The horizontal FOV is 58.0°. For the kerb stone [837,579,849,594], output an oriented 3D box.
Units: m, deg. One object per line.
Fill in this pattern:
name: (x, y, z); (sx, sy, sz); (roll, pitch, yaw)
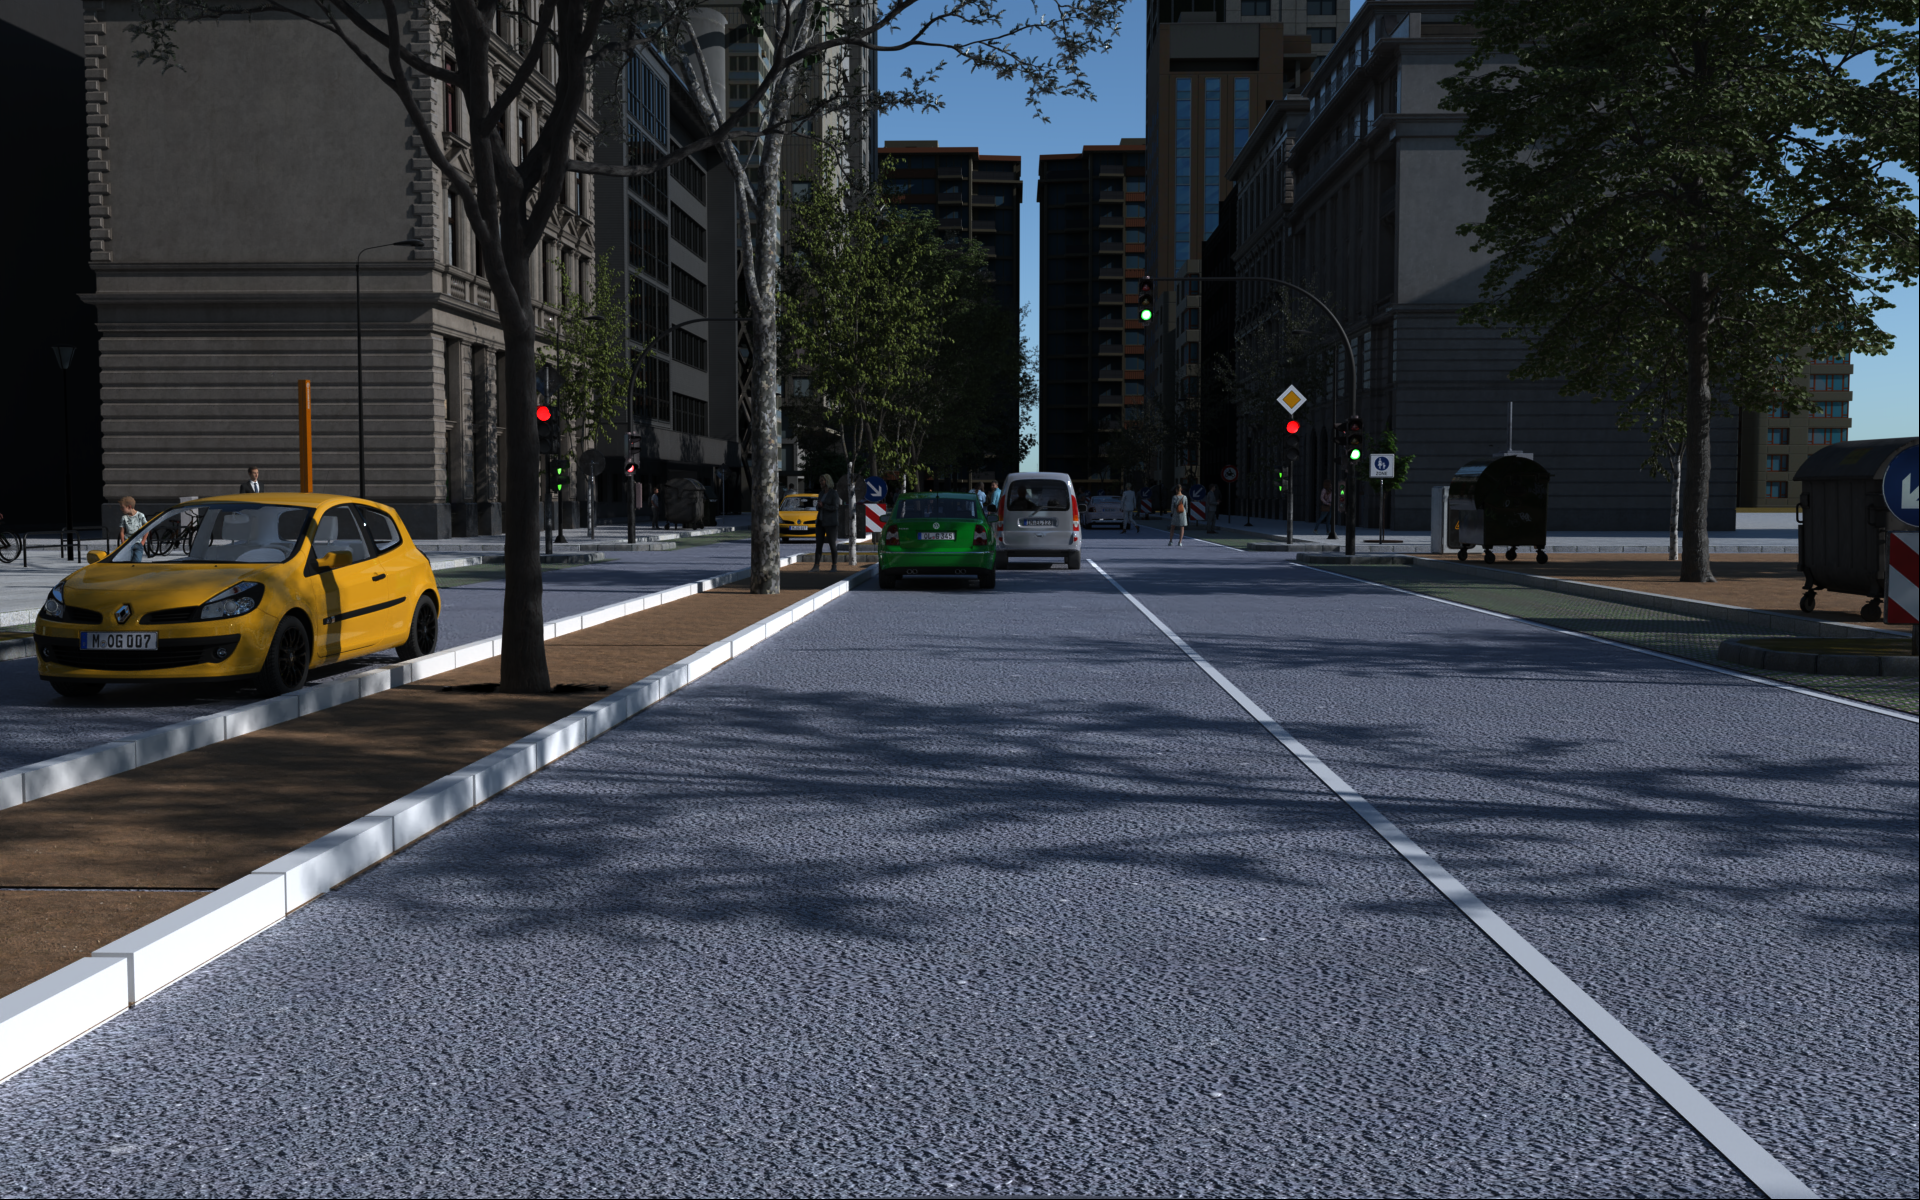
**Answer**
kerb stone: (-1.734, -0.159, 24.787); (0.120, 0.150, 1.000); (0, 4, 2)

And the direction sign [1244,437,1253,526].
direction sign: (11.528, -4.715, 69.092); (0.379, 3.537, 0.876); (1, 4, 18)

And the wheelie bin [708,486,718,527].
wheelie bin: (-10.049, -3.706, 68.495); (0.693, 1.594, 0.980); (2, 4, 25)

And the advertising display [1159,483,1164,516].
advertising display: (12.013, -5.997, 103.262); (0.123, 1.923, 0.974); (1, 4, 15)

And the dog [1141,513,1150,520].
dog: (10.074, -4.550, 94.593); (0.748, 0.427, 0.550); (0, 4, 4)

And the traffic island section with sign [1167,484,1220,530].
traffic island section with sign: (9.285, -3.695, 69.042); (1.989, 1.847, 2.006); (0, 4, 2)

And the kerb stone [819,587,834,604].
kerb stone: (-1.803, -0.033, 22.736); (0.120, 0.150, 1.000); (0, 4, 2)

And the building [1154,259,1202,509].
building: (30.966, -18.154, 141.853); (27.650, 21.520, 28.899); (0, 4, 2)

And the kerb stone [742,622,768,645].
kerb stone: (-1.998, 0.344, 16.608); (0.120, 0.150, 1.000); (0, 4, 2)

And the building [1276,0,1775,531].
building: (21.352, -14.017, 70.974); (13.314, 21.916, 24.055); (0, 4, 2)

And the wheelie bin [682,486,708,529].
wheelie bin: (-10.040, -3.468, 64.609); (0.693, 1.594, 0.980); (-2, 4, -35)

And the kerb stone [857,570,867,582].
kerb stone: (-1.637, -0.346, 27.861); (0.120, 0.150, 1.000); (0, 4, 2)

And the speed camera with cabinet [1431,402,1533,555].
speed camera with cabinet: (11.132, -2.605, 36.920); (2.038, 3.252, 0.660); (-1, 4, -9)

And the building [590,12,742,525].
building: (-19.792, -16.095, 82.226); (14.314, 24.678, 30.058); (0, 4, 2)

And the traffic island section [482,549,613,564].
traffic island section: (-8.805, -0.902, 37.026); (2.009, 0.180, 2.903); (0, 4, 2)

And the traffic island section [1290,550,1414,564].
traffic island section: (8.227, -0.868, 36.476); (2.009, 0.180, 2.903); (0, 4, 2)

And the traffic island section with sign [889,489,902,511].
traffic island section with sign: (-4.950, -8.445, 146.703); (1.989, 1.847, 2.006); (0, 4, 2)

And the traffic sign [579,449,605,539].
traffic sign: (-10.428, -2.997, 49.100); (0.768, 2.556, 0.104); (0, 4, 7)

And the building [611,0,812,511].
building: (-26.749, -26.933, 132.233); (32.217, 40.220, 23.993); (0, 4, 2)

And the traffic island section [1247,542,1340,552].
traffic island section: (8.484, -1.356, 44.457); (2.009, 0.180, 2.903); (0, 4, 2)

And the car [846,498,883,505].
car: (-4.442, -4.040, 74.731); (2.281, 1.827, 5.304); (0, 4, 3)

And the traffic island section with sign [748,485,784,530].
traffic island section with sign: (-7.425, -3.745, 69.862); (1.989, 1.847, 2.006); (0, 4, 2)

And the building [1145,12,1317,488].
building: (24.972, -31.360, 162.838); (14.600, 45.320, 14.200); (0, 4, 2)

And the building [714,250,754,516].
building: (-20.367, -14.618, 106.463); (16.820, 18.784, 16.811); (0, 4, 2)

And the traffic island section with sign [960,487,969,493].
traffic island section with sign: (0.268, -6.815, 119.558); (2.006, 1.907, 1.989); (0, 4, 2)

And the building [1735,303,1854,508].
building: (69.581, -20.267, 176.410); (28.899, 21.520, 27.650); (0, 4, 2)

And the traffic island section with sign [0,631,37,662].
traffic island section with sign: (-9.183, -0.399, 15.148); (1.989, 1.847, 2.006); (0, 4, 2)

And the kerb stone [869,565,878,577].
kerb stone: (-1.564, -0.470, 29.920); (0.120, 0.150, 1.000); (0, 4, 2)

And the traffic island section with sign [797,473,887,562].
traffic island section with sign: (-2.383, -1.769, 37.054); (2.006, 1.907, 1.989); (0, 4, 2)

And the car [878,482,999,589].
car: (-0.340, -1.153, 27.647); (1.959, 1.807, 4.718); (0, 4, 0)

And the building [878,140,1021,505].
building: (-6.622, -34.421, 217.412); (28.867, 44.769, 22.147); (0, 4, 2)

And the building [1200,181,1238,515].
building: (22.462, -17.209, 111.044); (12.332, 23.373, 15.834); (0, 4, 2)

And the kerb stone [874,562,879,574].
kerb stone: (-1.538, -0.535, 30.944); (0.120, 0.150, 1.000); (0, 4, 2)

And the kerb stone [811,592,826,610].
kerb stone: (-1.830, 0.029, 21.715); (0.120, 0.150, 1.000); (0, 4, 2)

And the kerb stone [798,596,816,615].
kerb stone: (-1.869, 0.092, 20.694); (0.120, 0.150, 1.000); (0, 4, 2)

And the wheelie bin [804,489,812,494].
wheelie bin: (-8.906, -5.806, 102.838); (0.980, 1.594, 0.693); (1, 4, 11)

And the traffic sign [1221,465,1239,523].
traffic sign: (11.777, -4.621, 75.652); (0.768, 2.556, 0.104); (0, 4, 5)

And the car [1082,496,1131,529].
car: (6.047, -3.626, 71.642); (2.083, 1.381, 4.827); (0, 4, 2)

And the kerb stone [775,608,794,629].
kerb stone: (-1.935, 0.220, 18.651); (0.120, 0.150, 1.000); (0, 4, 2)

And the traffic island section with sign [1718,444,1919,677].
traffic island section with sign: (7.523, -0.355, 14.436); (1.989, 1.847, 2.006); (0, 4, 2)

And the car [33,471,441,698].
car: (-5.465, -0.196, 13.431); (2.015, 1.641, 3.980); (0, 4, 3)

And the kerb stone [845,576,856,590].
kerb stone: (-1.700, -0.221, 25.809); (0.120, 0.150, 1.000); (0, 4, 2)

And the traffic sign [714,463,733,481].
traffic sign: (-9.997, -4.488, 73.112); (0.795, 2.593, 0.064); (0, 4, 5)

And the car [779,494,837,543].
car: (-4.626, -2.534, 51.662); (2.015, 1.641, 3.980); (0, 4, 0)

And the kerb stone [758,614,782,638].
kerb stone: (-1.962, 0.279, 17.629); (0.120, 0.150, 1.000); (0, 4, 2)

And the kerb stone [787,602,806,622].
kerb stone: (-1.898, 0.155, 19.672); (0.120, 0.150, 1.000); (0, 4, 2)

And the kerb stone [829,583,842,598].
kerb stone: (-1.771, -0.096, 23.766); (0.120, 0.150, 1.000); (0, 4, 2)

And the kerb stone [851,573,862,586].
kerb stone: (-1.670, -0.284, 26.836); (0.120, 0.150, 1.000); (0, 4, 2)

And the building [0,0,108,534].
building: (-42.590, -15.985, 54.861); (24.014, 27.812, 14.314); (0, 4, 2)

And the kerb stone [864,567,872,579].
kerb stone: (-1.605, -0.409, 28.882); (0.120, 0.150, 1.000); (0, 4, 2)

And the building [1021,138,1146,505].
building: (22.400, -34.330, 215.921); (28.867, 44.769, 22.147); (0, 4, 2)

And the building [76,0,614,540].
building: (-19.152, -13.969, 57.277); (11.050, 23.489, 19.941); (0, 4, 2)

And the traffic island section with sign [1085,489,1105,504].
traffic island section with sign: (11.766, -8.412, 146.158); (1.989, 1.847, 2.006); (0, 4, 2)

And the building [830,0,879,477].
building: (-19.559, -45.508, 182.307); (20.611, 71.187, 20.563); (0, 4, 2)

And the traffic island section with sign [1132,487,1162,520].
traffic island section with sign: (10.149, -5.343, 95.984); (1.989, 1.847, 2.006); (0, 4, 2)

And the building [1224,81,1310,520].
building: (20.860, -16.156, 93.036); (11.050, 23.489, 19.941); (0, 4, 2)

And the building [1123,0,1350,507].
building: (27.984, -45.330, 179.398); (20.563, 71.187, 20.611); (0, 4, 2)

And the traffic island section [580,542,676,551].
traffic island section: (-8.549, -1.390, 45.007); (2.009, 0.180, 2.903); (0, 4, 2)

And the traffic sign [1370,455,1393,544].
traffic sign: (10.769, -2.578, 44.286); (0.606, 2.300, 0.079); (0, 4, 7)

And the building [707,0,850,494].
building: (-24.406, -34.760, 157.557); (28.713, 52.752, 27.495); (0, 4, 2)
